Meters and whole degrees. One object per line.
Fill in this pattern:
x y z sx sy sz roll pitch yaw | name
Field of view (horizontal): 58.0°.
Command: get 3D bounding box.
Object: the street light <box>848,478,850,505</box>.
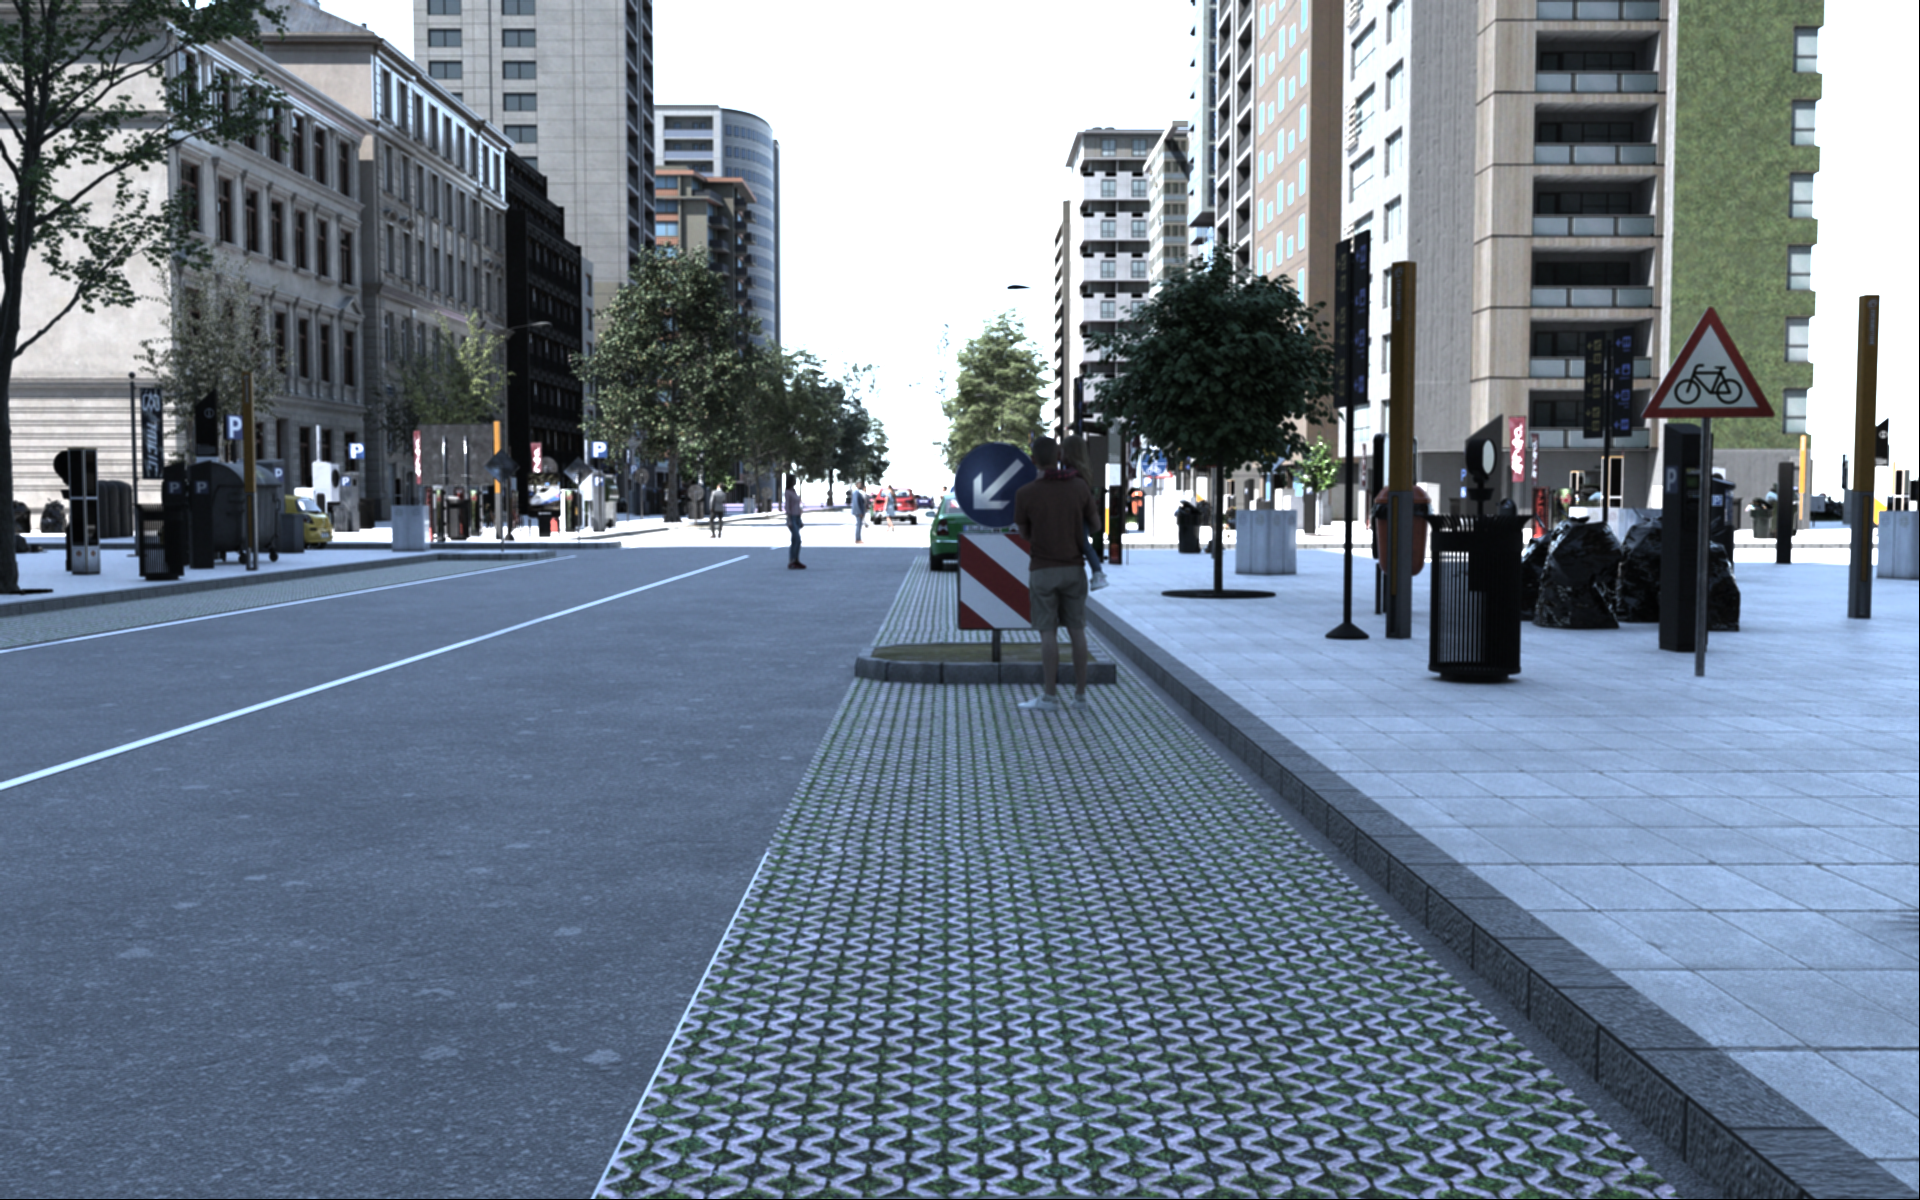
-12.710 -14.288 206.143 1.470 5.913 1.316 0 4 0 | street light

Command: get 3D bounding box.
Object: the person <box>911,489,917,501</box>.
-3.346 -6.826 120.374 0.678 1.792 0.850 -1 4 -13 | person

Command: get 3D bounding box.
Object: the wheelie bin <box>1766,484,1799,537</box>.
24.806 -2.717 52.330 0.980 1.594 0.693 -1 4 -14 | wheelie bin

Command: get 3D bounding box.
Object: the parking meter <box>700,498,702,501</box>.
-15.796 -6.006 106.607 0.372 1.533 0.369 0 3 0 | parking meter

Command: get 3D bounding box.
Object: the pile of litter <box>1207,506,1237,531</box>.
9.355 -2.891 61.236 1.719 0.858 1.176 -3 4 -36 | pile of litter

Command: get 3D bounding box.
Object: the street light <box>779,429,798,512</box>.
-12.163 -9.193 122.843 1.470 5.913 1.316 0 4 0 | street light

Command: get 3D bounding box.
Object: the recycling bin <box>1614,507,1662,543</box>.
11.945 -1.076 30.146 0.722 1.027 0.722 0 4 -5 | recycling bin

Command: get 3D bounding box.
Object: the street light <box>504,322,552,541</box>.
-11.719 -4.550 46.933 1.470 5.913 1.316 0 4 0 | street light

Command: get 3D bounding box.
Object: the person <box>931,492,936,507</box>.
-2.985 -11.386 195.601 0.436 1.711 0.756 -1 4 -12 | person

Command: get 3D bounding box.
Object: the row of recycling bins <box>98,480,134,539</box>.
-25.250 -2.699 51.234 1.069 1.692 3.534 -1 4 -11 | row of recycling bins

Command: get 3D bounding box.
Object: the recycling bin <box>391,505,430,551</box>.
-12.382 -1.621 39.051 0.722 1.027 0.722 0 4 -7 | recycling bin

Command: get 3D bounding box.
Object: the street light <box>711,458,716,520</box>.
-11.946 -7.015 87.239 1.470 5.913 1.316 0 4 0 | street light

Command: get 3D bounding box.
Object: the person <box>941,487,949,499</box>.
-0.673 -4.633 84.210 0.622 1.834 0.822 2 4 34 | person

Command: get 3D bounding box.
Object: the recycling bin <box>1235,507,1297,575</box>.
4.910 -0.931 27.777 0.722 1.027 0.722 -3 5 -40 | recycling bin

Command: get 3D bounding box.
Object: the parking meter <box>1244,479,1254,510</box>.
11.134 -3.731 66.719 0.255 1.863 0.399 -1 4 -18 | parking meter

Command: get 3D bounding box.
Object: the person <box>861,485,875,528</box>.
-4.044 -3.923 72.918 0.850 1.792 0.678 3 5 40 | person

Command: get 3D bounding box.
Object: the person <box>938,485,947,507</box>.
-0.579 -3.893 72.420 0.850 1.792 0.678 -1 4 -9 | person

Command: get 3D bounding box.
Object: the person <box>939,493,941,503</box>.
-2.981 -15.572 264.578 0.415 1.643 0.593 1 4 18 | person

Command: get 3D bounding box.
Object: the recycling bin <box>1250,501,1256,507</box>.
11.106 -3.127 63.679 0.722 1.027 0.722 2 4 26 | recycling bin

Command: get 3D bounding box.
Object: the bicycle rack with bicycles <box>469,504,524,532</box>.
-16.210 -2.784 58.906 2.852 0.926 2.925 -1 4 -23 | bicycle rack with bicycles

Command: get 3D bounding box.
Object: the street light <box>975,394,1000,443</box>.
1.413 -6.617 80.733 1.470 5.913 1.316 0 4 0 | street light

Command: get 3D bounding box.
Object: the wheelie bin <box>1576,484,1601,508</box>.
19.976 -2.873 54.878 0.980 1.594 0.693 3 4 36 | wheelie bin

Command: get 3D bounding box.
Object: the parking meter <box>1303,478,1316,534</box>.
11.204 -3.046 55.513 0.399 1.863 0.255 1 4 22 | parking meter

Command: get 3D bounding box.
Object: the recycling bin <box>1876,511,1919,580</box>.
14.453 -0.838 26.249 0.722 1.027 0.722 -1 4 -15 | recycling bin

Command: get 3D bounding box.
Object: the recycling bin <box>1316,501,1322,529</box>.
13.101 -3.187 64.659 0.722 1.027 0.722 1 4 23 | recycling bin

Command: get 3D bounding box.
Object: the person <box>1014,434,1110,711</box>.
0.687 -0.185 11.505 0.573 1.828 0.580 2 4 31 | person

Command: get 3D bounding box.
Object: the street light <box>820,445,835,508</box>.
-12.459 -11.658 163.147 1.470 5.913 1.316 0 4 0 | street light

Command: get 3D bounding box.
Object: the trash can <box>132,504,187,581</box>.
-11.919 -0.867 25.835 0.748 1.137 0.748 0 3 0 | trash can

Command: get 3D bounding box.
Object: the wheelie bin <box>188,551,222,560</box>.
-14.792 -1.599 34.054 0.693 1.594 0.980 0 4 -7 | wheelie bin

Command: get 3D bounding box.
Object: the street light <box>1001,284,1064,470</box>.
1.724 -4.034 38.504 1.470 5.913 1.316 0 4 0 | street light

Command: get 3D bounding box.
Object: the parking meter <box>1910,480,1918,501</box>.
39.582 -4.041 71.782 0.399 1.863 0.255 -2 4 -30 | parking meter

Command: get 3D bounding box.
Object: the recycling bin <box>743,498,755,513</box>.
-14.000 -6.273 115.117 0.722 1.027 0.722 0 4 -1 | recycling bin

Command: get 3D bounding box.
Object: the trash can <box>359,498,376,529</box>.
-21.644 -3.146 63.088 0.748 1.137 0.748 0 3 0 | trash can

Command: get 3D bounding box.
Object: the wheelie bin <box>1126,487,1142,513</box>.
8.319 -4.538 82.106 0.693 1.594 0.980 3 5 45 | wheelie bin

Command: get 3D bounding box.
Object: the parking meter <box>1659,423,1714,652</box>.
5.928 -0.516 14.143 0.255 1.863 0.399 0 4 -4 | parking meter

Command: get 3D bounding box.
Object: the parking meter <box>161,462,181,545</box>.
-14.068 -1.547 31.005 0.399 1.863 0.255 -2 4 -25 | parking meter

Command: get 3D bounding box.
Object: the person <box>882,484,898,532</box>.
-2.574 -3.435 64.763 0.616 1.811 0.778 -2 4 -29 | person

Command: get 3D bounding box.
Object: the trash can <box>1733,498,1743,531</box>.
26.783 -2.966 60.150 0.748 1.137 0.748 0 3 0 | trash can

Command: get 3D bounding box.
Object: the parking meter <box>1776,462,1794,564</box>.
15.218 -1.605 31.953 0.255 1.863 0.399 2 4 24 | parking meter

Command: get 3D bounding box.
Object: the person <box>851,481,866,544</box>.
-2.923 -2.521 49.906 0.419 1.800 0.721 0 4 -5 | person

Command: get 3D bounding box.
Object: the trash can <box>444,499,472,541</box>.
-13.905 -2.223 47.997 0.748 1.137 0.748 0 3 0 | trash can

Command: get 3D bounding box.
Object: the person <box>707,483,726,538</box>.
-7.875 -2.900 56.094 0.592 1.802 0.473 -1 4 -21 | person

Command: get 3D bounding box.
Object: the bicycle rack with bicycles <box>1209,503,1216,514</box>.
13.491 -5.151 97.600 2.925 0.926 2.852 -1 4 -9 | bicycle rack with bicycles

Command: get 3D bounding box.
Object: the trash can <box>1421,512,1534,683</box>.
3.555 -0.018 11.941 0.748 1.137 0.748 0 3 0 | trash can

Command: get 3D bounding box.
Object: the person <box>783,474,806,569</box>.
-3.170 -1.499 33.022 0.388 1.821 0.555 1 4 11 | person

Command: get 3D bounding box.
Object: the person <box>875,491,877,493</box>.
-9.947 -12.083 206.066 0.705 1.823 1.348 2 4 35 | person

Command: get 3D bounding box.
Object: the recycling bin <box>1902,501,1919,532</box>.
35.255 -3.121 63.576 0.722 1.027 0.722 0 4 -2 | recycling bin

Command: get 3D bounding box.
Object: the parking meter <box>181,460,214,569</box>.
-13.084 -1.473 29.788 0.399 1.863 0.255 -3 4 -39 | parking meter

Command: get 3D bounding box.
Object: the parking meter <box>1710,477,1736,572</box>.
11.329 -1.062 25.781 0.372 1.533 0.369 0 3 0 | parking meter

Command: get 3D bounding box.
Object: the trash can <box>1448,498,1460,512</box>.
17.297 -2.960 60.046 0.748 1.137 0.748 0 3 0 | trash can

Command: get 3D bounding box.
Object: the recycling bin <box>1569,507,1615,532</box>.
12.089 -1.251 33.007 0.722 1.027 0.722 0 4 -4 | recycling bin

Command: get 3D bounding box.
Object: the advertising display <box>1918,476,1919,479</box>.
33.754 -3.368 60.276 0.974 1.923 0.123 -1 4 -13 | advertising display

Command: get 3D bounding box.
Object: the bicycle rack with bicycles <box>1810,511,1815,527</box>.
32.759 -3.402 69.010 2.852 0.926 2.925 1 4 16 | bicycle rack with bicycles

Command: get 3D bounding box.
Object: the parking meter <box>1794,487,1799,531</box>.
27.610 -3.002 57.487 0.372 1.533 0.369 0 3 0 | parking meter

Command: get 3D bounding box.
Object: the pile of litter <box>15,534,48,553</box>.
-20.938 -1.462 37.875 1.719 0.858 1.176 0 4 8 | pile of litter

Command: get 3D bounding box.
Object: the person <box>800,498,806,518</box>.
-9.515 -5.523 103.810 0.505 1.210 0.382 -2 4 -26 | person

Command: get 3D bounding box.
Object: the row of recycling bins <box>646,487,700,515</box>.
-18.291 -6.389 111.578 3.534 1.692 1.069 -3 5 -39 | row of recycling bins
